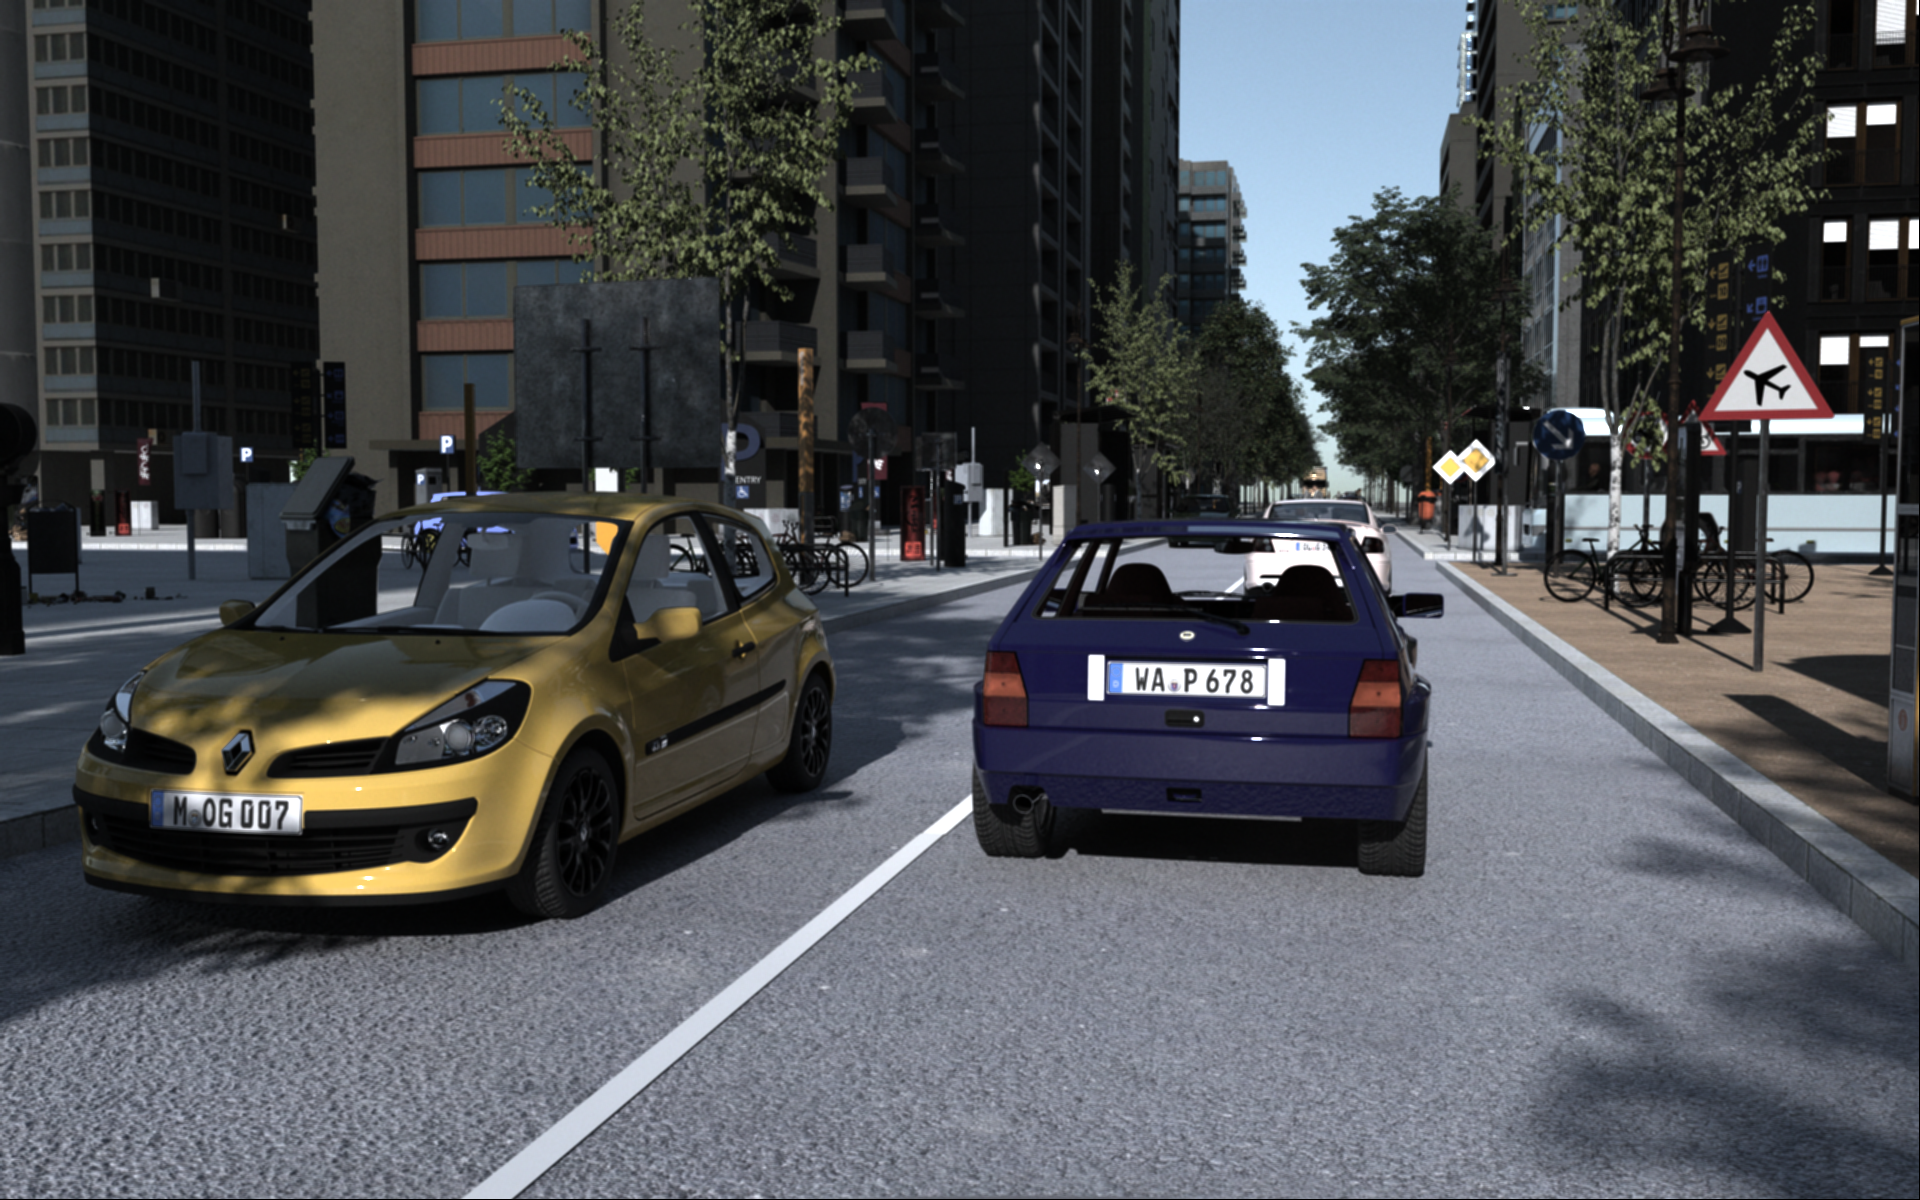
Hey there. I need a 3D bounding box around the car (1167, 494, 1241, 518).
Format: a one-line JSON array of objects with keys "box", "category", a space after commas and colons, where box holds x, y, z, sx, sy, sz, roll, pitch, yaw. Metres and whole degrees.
[{"box": [6.719, -2.300, 47.393, 2.009, 1.686, 4.222, 1, 4, 14], "category": "car"}]

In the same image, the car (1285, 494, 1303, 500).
[{"box": [26.318, -7.521, 134.973, 2.014, 1.417, 4.499, 1, 4, 14], "category": "car"}]

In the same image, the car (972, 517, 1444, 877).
[{"box": [1.234, 0.282, 7.973, 1.945, 1.354, 3.894, 1, 4, 13], "category": "car"}]

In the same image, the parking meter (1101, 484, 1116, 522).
[{"box": [3.794, -2.194, 44.286, 0.372, 1.533, 0.369, 0, 3, 0], "category": "parking meter"}]

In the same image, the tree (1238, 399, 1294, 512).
[{"box": [20.688, -10.394, 120.298, 4.737, 8.622, 4.395, 0, 3, 0], "category": "tree"}]

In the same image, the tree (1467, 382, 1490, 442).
[{"box": [32.502, -9.623, 107.698, 4.360, 8.622, 3.978, 0, 3, 0], "category": "tree"}]

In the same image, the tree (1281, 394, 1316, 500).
[{"box": [38.181, -17.960, 204.017, 12.009, 13.543, 11.850, 0, 3, 0], "category": "tree"}]

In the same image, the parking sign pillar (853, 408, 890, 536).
[{"box": [-2.894, -3.990, 53.716, 1.447, 3.967, 1.447, -2, 4, -24], "category": "parking sign pillar"}]

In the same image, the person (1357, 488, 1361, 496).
[{"box": [27.452, -6.753, 118.918, 0.705, 1.823, 1.348, 1, 4, 18], "category": "person"}]

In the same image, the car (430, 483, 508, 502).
[{"box": [-10.737, -1.876, 40.271, 3.694, 1.707, 1.945, 1, 4, 11], "category": "car"}]

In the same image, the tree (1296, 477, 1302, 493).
[{"box": [49.359, -18.357, 250.499, 4.360, 8.622, 3.978, 0, 3, 0], "category": "tree"}]

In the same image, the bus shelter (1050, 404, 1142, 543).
[{"box": [3.853, -3.498, 48.476, 1.731, 3.624, 6.357, 1, 4, 13], "category": "bus shelter"}]

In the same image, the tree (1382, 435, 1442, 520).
[{"box": [22.850, -6.291, 86.572, 4.285, 4.588, 4.351, 0, 3, 0], "category": "tree"}]

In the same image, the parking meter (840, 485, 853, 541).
[{"box": [-3.094, -2.379, 47.304, 0.372, 1.533, 0.369, 0, 3, 0], "category": "parking meter"}]

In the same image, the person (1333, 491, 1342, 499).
[{"box": [37.527, -9.935, 171.671, 1.217, 1.736, 0.721, 1, 4, 14], "category": "person"}]

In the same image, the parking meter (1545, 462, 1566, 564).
[{"box": [10.917, -1.593, 31.752, 0.255, 1.863, 0.399, 2, 4, 31], "category": "parking meter"}]

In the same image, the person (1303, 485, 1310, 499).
[{"box": [14.933, -4.049, 74.819, 0.853, 1.813, 0.709, 1, 4, 16], "category": "person"}]

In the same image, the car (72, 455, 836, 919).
[{"box": [-1.814, 0.185, 7.200, 2.015, 1.641, 3.980, 1, 4, 13], "category": "car"}]

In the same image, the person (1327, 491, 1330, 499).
[{"box": [51.407, -14.252, 241.532, 0.705, 1.823, 1.348, -1, 4, -9], "category": "person"}]

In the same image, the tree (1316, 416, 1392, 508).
[{"box": [39.857, -15.325, 160.937, 12.009, 13.543, 11.850, 0, 3, 0], "category": "tree"}]

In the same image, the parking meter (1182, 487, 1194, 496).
[{"box": [8.531, -3.434, 64.557, 0.372, 1.533, 0.369, 0, 3, 0], "category": "parking meter"}]

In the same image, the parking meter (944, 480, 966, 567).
[{"box": [-0.091, -1.348, 30.454, 0.372, 1.533, 0.369, 0, 3, 0], "category": "parking meter"}]

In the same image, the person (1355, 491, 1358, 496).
[{"box": [32.288, -8.027, 140.571, 0.721, 1.723, 1.217, 2, 4, 34], "category": "person"}]

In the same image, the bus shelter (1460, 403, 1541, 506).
[{"box": [14.766, -3.440, 47.520, 1.731, 3.624, 6.357, 1, 4, 13], "category": "bus shelter"}]

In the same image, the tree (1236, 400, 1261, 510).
[{"box": [24.927, -12.787, 143.474, 8.767, 10.594, 7.601, 1, 4, 16], "category": "tree"}]

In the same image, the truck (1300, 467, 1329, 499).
[{"box": [36.902, -11.699, 180.189, 2.839, 4.237, 11.283, 1, 4, 12], "category": "truck"}]

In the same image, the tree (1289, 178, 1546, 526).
[{"box": [18.385, -9.971, 69.680, 9.857, 13.997, 8.962, 0, 3, 0], "category": "tree"}]

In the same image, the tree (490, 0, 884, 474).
[{"box": [-2.873, -4.259, 20.005, 4.737, 8.622, 4.395, 0, 3, 0], "category": "tree"}]

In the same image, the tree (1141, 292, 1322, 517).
[{"box": [15.532, -11.112, 98.687, 9.611, 12.733, 9.660, 0, 3, 0], "category": "tree"}]

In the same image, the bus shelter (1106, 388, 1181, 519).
[{"box": [7.129, -5.513, 67.776, 2.179, 5.291, 8.768, 1, 4, 13], "category": "bus shelter"}]

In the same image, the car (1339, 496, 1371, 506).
[{"box": [18.579, -4.265, 82.313, 1.945, 1.354, 3.894, 1, 4, 11], "category": "car"}]

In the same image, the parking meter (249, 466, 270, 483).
[{"box": [-14.485, -1.845, 35.876, 0.399, 1.863, 0.255, 2, 4, 31], "category": "parking meter"}]

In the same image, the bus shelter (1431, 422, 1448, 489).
[{"box": [25.383, -7.092, 93.592, 2.179, 5.291, 8.768, 1, 4, 13], "category": "bus shelter"}]

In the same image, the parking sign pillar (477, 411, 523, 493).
[{"box": [-14.106, -3.954, 53.121, 1.447, 3.967, 1.447, -2, 4, -27], "category": "parking sign pillar"}]

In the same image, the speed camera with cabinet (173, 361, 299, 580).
[{"box": [-10.677, -1.939, 26.039, 2.038, 3.252, 0.660, 0, 4, 0], "category": "speed camera with cabinet"}]

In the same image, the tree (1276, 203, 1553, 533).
[{"box": [15.606, -7.464, 56.445, 7.601, 10.594, 8.767, -1, 4, -12], "category": "tree"}]

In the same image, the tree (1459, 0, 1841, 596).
[{"box": [8.475, -4.354, 21.546, 4.737, 8.622, 4.395, 0, 3, 0], "category": "tree"}]

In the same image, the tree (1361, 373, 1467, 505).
[{"box": [26.272, -9.191, 100.633, 4.360, 8.622, 3.978, 0, 3, 0], "category": "tree"}]

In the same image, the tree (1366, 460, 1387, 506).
[{"box": [44.536, -14.149, 181.703, 4.737, 8.622, 4.395, 0, 3, 0], "category": "tree"}]

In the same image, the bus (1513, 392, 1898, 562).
[{"box": [17.267, -2.414, 34.323, 13.247, 3.499, 2.948, 1, 4, 13], "category": "bus"}]

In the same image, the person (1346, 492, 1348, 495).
[{"box": [54.611, -14.406, 244.868, 0.721, 1.723, 1.217, 0, 4, 1], "category": "person"}]

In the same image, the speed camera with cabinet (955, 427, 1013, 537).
[{"box": [0.727, -3.524, 51.957, 0.660, 3.252, 2.038, 3, 5, 43], "category": "speed camera with cabinet"}]

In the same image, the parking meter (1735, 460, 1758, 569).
[{"box": [13.525, -1.476, 29.837, 0.255, 1.863, 0.399, 0, 4, -1], "category": "parking meter"}]

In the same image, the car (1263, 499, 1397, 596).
[{"box": [4.868, -0.680, 23.488, 2.083, 1.381, 4.827, 1, 4, 12], "category": "car"}]

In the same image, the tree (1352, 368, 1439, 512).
[{"box": [31.664, -12.299, 126.836, 9.928, 11.665, 9.643, 0, 3, 0], "category": "tree"}]

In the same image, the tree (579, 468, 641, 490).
[{"box": [-9.434, -3.228, 47.386, 1.663, 3.219, 1.824, 0, 3, 0], "category": "tree"}]

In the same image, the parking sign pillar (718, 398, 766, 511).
[{"box": [-5.987, -3.618, 47.629, 1.447, 3.967, 1.447, 0, 4, -6], "category": "parking sign pillar"}]

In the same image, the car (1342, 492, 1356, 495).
[{"box": [57.235, -15.026, 254.345, 2.281, 1.827, 5.304, 1, 4, 11], "category": "car"}]

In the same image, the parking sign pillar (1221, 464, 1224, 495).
[{"box": [16.563, -7.466, 110.533, 1.447, 3.967, 1.447, 1, 4, 14], "category": "parking sign pillar"}]

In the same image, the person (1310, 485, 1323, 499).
[{"box": [14.495, -3.780, 70.491, 0.473, 1.802, 0.592, 0, 4, -5], "category": "person"}]

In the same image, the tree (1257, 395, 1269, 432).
[{"box": [12.903, -8.264, 85.478, 4.360, 8.622, 3.978, 0, 3, 0], "category": "tree"}]

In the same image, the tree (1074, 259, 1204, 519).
[{"box": [5.613, -6.339, 54.000, 4.737, 8.622, 4.395, 0, 3, 0], "category": "tree"}]

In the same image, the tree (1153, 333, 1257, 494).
[{"box": [10.548, -7.865, 78.948, 4.360, 8.622, 3.978, 0, 3, 0], "category": "tree"}]

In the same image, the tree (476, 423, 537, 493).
[{"box": [-12.322, -3.211, 47.102, 1.663, 3.219, 1.824, 0, 3, 0], "category": "tree"}]
